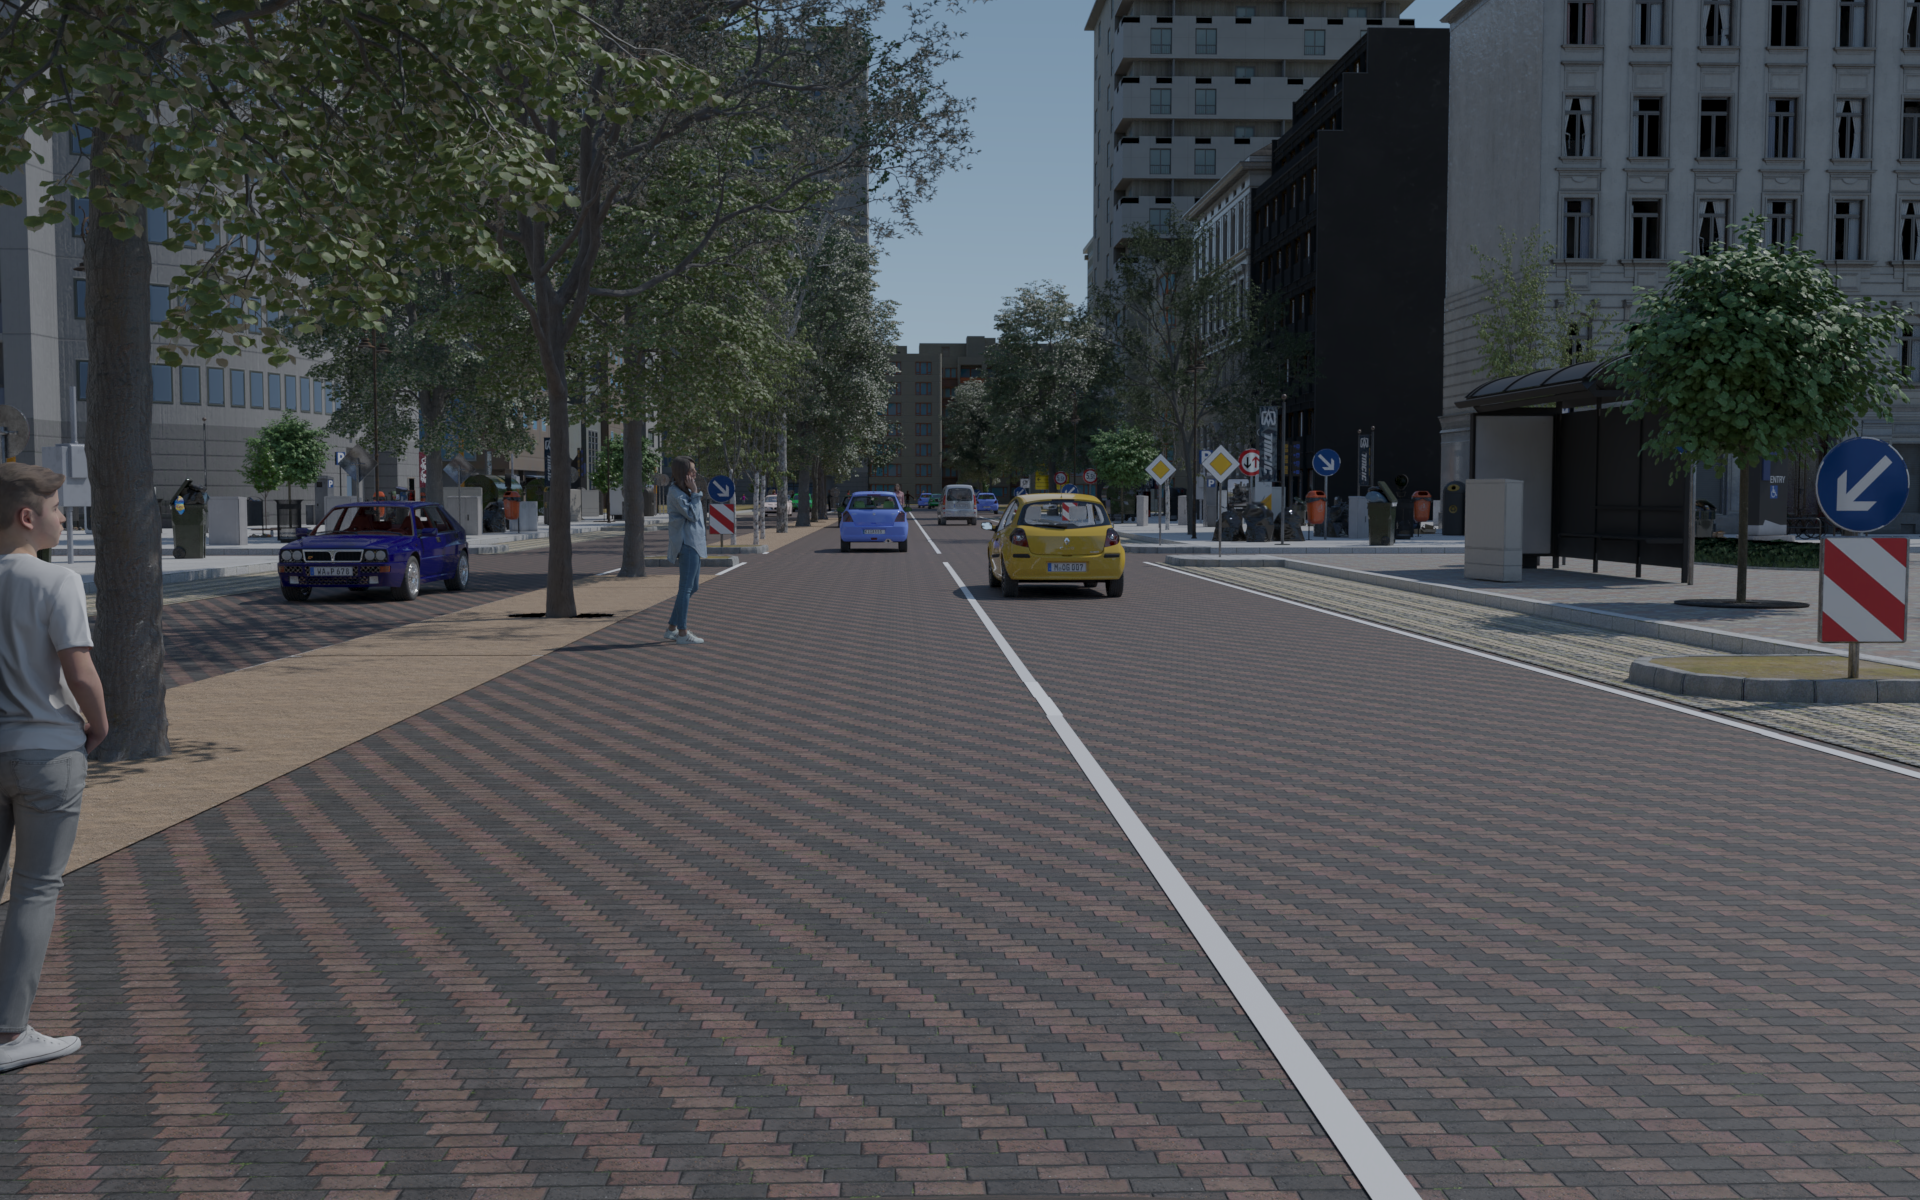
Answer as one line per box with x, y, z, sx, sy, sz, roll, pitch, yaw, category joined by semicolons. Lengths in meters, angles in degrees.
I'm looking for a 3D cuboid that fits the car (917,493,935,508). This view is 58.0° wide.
-3.458;-10.281;177.683;1.945;1.707;3.694;0;4;-3;car

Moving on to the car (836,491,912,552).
-2.180;-2.103;43.970;1.945;1.707;3.694;0;4;-3;car

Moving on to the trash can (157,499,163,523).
-25.250;-2.594;54.073;0.748;1.137;0.748;0;3;0;trash can

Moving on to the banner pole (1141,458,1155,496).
11.439;-7.036;105.052;0.863;3.779;0.401;-1;4;-13;banner pole

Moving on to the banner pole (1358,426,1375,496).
15.115;-4.542;64.278;0.401;3.779;0.863;-3;4;-36;banner pole

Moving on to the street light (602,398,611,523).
-15.594;-6.360;76.775;0.468;5.910;1.993;0;4;-2;street light

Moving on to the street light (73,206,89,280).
-13.758;-3.386;28.147;0.468;5.910;1.993;0;4;-2;street light

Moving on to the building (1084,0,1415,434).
27.814;-35.484;169.402;28.713;52.752;27.495;0;4;-2;building

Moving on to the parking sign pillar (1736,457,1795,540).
21.494;-3.525;46.110;1.447;3.967;1.447;-2;4;-34;parking sign pillar

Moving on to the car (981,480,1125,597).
1.350;-0.935;25.513;2.015;1.641;3.980;0;4;-3;car

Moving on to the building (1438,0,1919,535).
26.752;-12.835;59.008;18.267;20.994;9.793;0;4;-2;building

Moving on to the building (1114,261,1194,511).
28.234;-18.175;142.208;27.650;21.520;28.899;0;4;-2;building

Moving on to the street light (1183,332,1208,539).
6.737;-4.702;49.658;0.468;5.910;1.993;0;4;-2;street light

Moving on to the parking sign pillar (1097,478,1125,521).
7.317;-5.844;84.019;1.447;3.967;1.447;1;4;13;parking sign pillar

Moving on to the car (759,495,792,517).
-11.711;-5.995;110.374;2.083;1.381;4.827;0;4;-2;car

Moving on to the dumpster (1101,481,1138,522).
7.513;-4.829;81.449;1.502;2.255;1.985;0;4;-2;dumpster

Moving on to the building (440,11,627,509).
-37.253;-30.839;154.321;14.600;45.320;14.200;0;4;-2;building

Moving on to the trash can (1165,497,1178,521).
10.057;-4.302;81.995;0.748;1.137;0.748;0;3;0;trash can

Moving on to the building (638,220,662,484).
-37.753;-24.672;175.082;14.107;30.474;14.160;0;4;-2;building

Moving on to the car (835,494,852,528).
-4.427;-4.010;75.350;2.009;1.686;4.222;0;4;-3;car

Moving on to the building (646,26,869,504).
-25.696;-41.575;221.750;28.212;58.520;21.231;0;4;-2;building

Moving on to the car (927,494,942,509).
-2.184;-9.693;167.278;1.959;1.807;4.718;0;4;-3;car

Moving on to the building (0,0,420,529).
-38.090;-32.547;74.135;21.231;58.520;28.212;0;4;-2;building

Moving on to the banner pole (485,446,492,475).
-24.334;-6.075;89.336;0.401;3.779;0.863;-3;5;-42;banner pole

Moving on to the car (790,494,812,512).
-12.529;-7.882;137.662;1.959;1.807;4.718;0;4;-2;car

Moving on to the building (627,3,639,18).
-50.082;-47.826;220.211;20.611;71.187;20.563;0;4;-2;building

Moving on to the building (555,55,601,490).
-39.336;-50.005;130.253;22.319;86.520;31.000;0;4;-2;building

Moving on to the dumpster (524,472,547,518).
-18.376;-4.530;76.551;1.502;2.255;1.985;0;4;-2;dumpster

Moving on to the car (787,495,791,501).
-16.529;-9.147;161.918;2.083;1.381;4.827;0;4;-3;car

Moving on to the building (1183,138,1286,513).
20.967;-17.109;108.609;11.050;23.489;19.941;0;4;-2;building

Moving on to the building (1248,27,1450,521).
22.910;-15.972;90.816;12.332;23.373;15.834;0;4;-2;building

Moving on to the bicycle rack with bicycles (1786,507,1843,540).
23.907;-2.215;49.602;2.852;0.926;2.925;-3;5;-44;bicycle rack with bicycles

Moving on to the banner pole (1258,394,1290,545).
7.892;-3.271;43.499;0.863;3.779;0.401;0;4;-6;banner pole

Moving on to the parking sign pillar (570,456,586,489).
-25.805;-7.795;115.919;1.447;3.967;1.447;3;5;39;parking sign pillar

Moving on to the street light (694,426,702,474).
-16.702;-8.445;110.860;0.468;5.910;1.993;0;4;-2;street light

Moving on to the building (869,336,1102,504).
2.729;-23.360;226.972;28.899;21.520;27.650;0;4;-2;building

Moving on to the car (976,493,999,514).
1.834;-6.958;123.346;1.945;1.707;3.694;0;4;-1;car

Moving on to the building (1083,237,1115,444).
29.401;-32.862;229.179;23.993;40.220;32.217;0;4;-2;building

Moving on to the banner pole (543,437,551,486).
-15.716;-4.719;67.173;0.863;3.779;0.401;0;4;-8;banner pole

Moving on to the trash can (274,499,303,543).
-17.636;-2.072;45.536;0.748;1.137;0.748;0;3;0;trash can

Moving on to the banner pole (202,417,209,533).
-24.575;-4.061;56.407;0.401;3.779;0.863;-1;4;-22;banner pole

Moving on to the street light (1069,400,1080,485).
5.548;-6.786;83.740;0.468;5.910;1.993;0;4;-2;street light

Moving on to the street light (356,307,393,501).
-14.344;-4.265;42.527;0.468;5.910;1.993;0;4;-2;street light

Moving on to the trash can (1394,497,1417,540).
12.504;-2.280;48.924;0.748;1.137;0.748;0;3;0;trash can

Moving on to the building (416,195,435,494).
-32.721;-27.755;103.904;14.600;45.320;14.200;0;4;-2;building

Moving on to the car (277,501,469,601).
-8.214;-0.727;24.470;1.945;1.354;3.894;0;4;-1;car
